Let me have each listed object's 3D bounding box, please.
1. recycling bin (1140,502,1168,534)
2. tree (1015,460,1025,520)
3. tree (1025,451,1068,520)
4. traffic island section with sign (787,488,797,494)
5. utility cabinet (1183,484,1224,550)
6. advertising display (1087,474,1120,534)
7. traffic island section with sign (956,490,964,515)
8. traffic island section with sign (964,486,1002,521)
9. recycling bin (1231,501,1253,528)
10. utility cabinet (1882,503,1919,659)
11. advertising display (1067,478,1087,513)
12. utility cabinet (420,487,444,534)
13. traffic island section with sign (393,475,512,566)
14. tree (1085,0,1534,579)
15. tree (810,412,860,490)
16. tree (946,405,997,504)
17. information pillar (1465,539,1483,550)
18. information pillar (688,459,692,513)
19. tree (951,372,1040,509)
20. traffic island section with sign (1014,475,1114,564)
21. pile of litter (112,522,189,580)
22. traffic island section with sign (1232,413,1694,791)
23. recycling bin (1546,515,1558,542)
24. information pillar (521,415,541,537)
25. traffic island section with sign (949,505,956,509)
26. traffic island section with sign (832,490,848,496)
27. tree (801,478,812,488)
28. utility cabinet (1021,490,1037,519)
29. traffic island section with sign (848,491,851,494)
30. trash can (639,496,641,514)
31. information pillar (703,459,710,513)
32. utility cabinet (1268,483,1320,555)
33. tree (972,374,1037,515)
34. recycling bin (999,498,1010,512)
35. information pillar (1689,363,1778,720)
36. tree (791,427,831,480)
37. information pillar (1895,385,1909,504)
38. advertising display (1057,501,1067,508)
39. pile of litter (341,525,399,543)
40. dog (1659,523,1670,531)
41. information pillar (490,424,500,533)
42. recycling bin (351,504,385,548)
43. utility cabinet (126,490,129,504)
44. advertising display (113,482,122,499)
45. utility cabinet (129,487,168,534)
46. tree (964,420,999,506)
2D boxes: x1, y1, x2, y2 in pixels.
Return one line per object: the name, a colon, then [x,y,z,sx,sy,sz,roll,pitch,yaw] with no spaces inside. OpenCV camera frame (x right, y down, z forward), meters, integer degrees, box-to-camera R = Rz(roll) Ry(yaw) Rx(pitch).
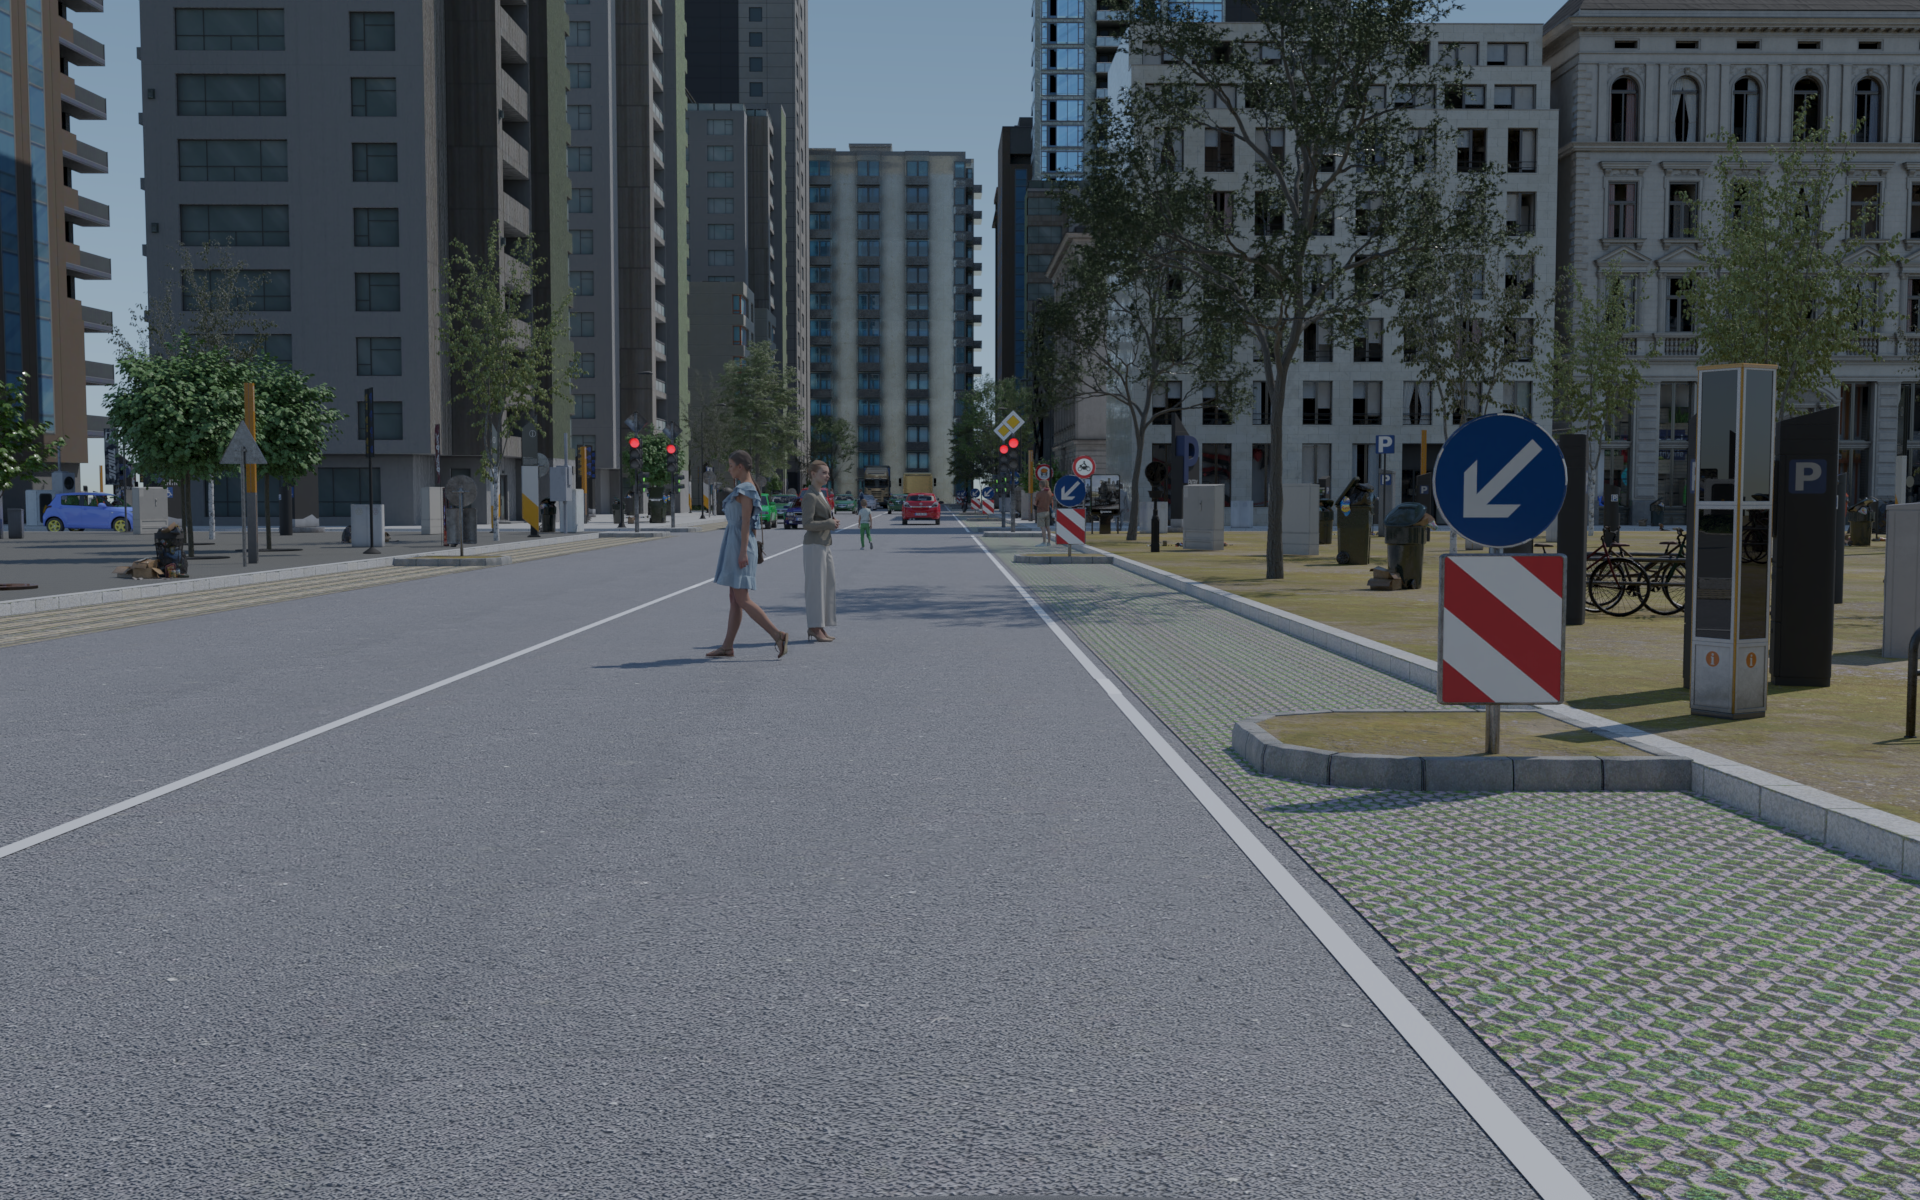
recycling bin: [6.304,-2.683,56.426,0.722,1.027,0.722,-1,4,-16]
tree: [3.500,-5.491,84.383,1.663,3.219,1.824,0,3,0]
tree: [3.968,-5.055,77.256,1.663,3.219,1.824,0,3,0]
traffic island section with sign: [-11.380,-6.663,117.564,1.989,1.847,2.006,0,4,-1]
utility cabinet: [5.517,-1.874,39.326,0.318,1.500,1.173,-2,4,-28]
advertising display: [4.660,-3.083,55.623,0.974,1.923,0.123,-1,4,-9]
traffic island section with sign: [0.929,-6.688,117.974,1.989,1.847,2.006,0,4,-1]
traffic island section with sign: [1.341,-5.029,90.857,1.989,1.847,2.006,0,4,-1]
recycling bin: [10.687,-3.247,65.641,0.722,1.027,0.722,1,4,21]
utility cabinet: [7.607,-0.169,13.933,0.306,1.237,1.020,2,4,30]
advertising display: [4.920,-3.961,69.974,0.974,1.923,0.123,1,4,18]
utility cabinet: [-16.731,-2.830,54.950,0.318,1.500,1.173,0,4,6]
traffic island section with sign: [-10.180,-1.615,35.027,1.989,1.847,2.006,0,4,-1]
tree: [4.513,-5.586,25.743,7.601,10.594,8.767,-3,5,-44]
tree: [-16.155,-17.905,218.497,9.928,11.665,9.643,0,3,0]
tree: [1.920,-18.373,218.517,7.486,12.596,7.792,0,3,0]
information pillar: [11.767,-2.146,39.572,0.304,2.012,0.304,-1,4,-16]
information pillar: [-18.161,-7.649,116.408,0.183,3.616,0.504,0,4,2]
tree: [3.127,-13.522,146.837,9.928,11.665,9.643,0,3,0]
traffic island section with sign: [2.137,-1.686,36.195,1.989,1.847,2.006,0,4,-1]
pile of litter: [-12.424,-0.775,26.629,1.176,0.858,1.719,-1,4,-9]
traffic island section with sign: [2.523,-0.038,9.243,1.989,1.847,2.006,0,4,-1]
recycling bin: [16.172,-2.066,46.336,0.722,1.027,0.722,0,4,-8]
information pillar: [-12.718,-3.664,51.267,0.504,3.616,0.183,-2,4,-33]
traffic island section with sign: [0.196,-9.769,168.345,1.989,1.847,2.006,0,4,-1]
traffic island section with sign: [-12.127,-9.739,167.861,1.989,1.847,2.006,0,4,-1]
tree: [-15.271,-11.016,174.712,1.663,3.219,1.824,0,3,0]
utility cabinet: [3.619,-4.736,86.117,1.173,1.500,0.318,2,4,33]
traffic island section with sign: [-12.536,-11.446,195.772,1.989,1.847,2.006,0,4,-1]
trash can: [-19.759,-5.733,105.384,0.748,1.137,0.748,0,3,0]
information pillar: [-17.100,-7.679,116.904,0.504,3.616,0.183,1,4,8]
utility cabinet: [6.966,-1.679,36.135,0.318,1.500,1.173,-2,4,-35]
tree: [3.050,-9.576,106.922,4.737,8.622,4.395,0,3,0]
recycling bin: [3.198,-6.748,122.890,0.722,1.027,0.722,-1,4,-12]
information pillar: [4.439,-0.334,9.953,0.304,2.012,0.304,-2,4,-29]
tree: [-16.267,-14.556,188.348,4.360,8.622,3.978,0,3,0]
information pillar: [20.416,-2.826,37.561,0.183,3.616,0.504,1,4,14]
advertising display: [5.434,-5.097,88.543,0.974,1.923,0.123,0,4,4]
pile of litter: [-15.712,-1.965,46.100,1.719,0.858,1.176,-3,5,-43]
dog: [25.006,-2.533,61.601,0.550,0.427,0.748,1,4,14]
information pillar: [-15.330,-4.020,57.076,0.183,3.616,0.504,1,4,12]
recycling bin: [-14.327,-1.796,41.911,0.722,1.027,0.722,-1,4,-15]
utility cabinet: [-39.541,-4.511,82.433,0.318,1.500,1.173,-2,4,-25]
advertising display: [-45.281,-5.374,93.080,0.123,1.923,0.974,-1,4,-9]
utility cabinet: [-25.762,-2.841,55.121,0.318,1.500,1.173,1,4,19]
tree: [2.247,-14.135,181.469,4.360,8.622,3.978,0,3,0]
